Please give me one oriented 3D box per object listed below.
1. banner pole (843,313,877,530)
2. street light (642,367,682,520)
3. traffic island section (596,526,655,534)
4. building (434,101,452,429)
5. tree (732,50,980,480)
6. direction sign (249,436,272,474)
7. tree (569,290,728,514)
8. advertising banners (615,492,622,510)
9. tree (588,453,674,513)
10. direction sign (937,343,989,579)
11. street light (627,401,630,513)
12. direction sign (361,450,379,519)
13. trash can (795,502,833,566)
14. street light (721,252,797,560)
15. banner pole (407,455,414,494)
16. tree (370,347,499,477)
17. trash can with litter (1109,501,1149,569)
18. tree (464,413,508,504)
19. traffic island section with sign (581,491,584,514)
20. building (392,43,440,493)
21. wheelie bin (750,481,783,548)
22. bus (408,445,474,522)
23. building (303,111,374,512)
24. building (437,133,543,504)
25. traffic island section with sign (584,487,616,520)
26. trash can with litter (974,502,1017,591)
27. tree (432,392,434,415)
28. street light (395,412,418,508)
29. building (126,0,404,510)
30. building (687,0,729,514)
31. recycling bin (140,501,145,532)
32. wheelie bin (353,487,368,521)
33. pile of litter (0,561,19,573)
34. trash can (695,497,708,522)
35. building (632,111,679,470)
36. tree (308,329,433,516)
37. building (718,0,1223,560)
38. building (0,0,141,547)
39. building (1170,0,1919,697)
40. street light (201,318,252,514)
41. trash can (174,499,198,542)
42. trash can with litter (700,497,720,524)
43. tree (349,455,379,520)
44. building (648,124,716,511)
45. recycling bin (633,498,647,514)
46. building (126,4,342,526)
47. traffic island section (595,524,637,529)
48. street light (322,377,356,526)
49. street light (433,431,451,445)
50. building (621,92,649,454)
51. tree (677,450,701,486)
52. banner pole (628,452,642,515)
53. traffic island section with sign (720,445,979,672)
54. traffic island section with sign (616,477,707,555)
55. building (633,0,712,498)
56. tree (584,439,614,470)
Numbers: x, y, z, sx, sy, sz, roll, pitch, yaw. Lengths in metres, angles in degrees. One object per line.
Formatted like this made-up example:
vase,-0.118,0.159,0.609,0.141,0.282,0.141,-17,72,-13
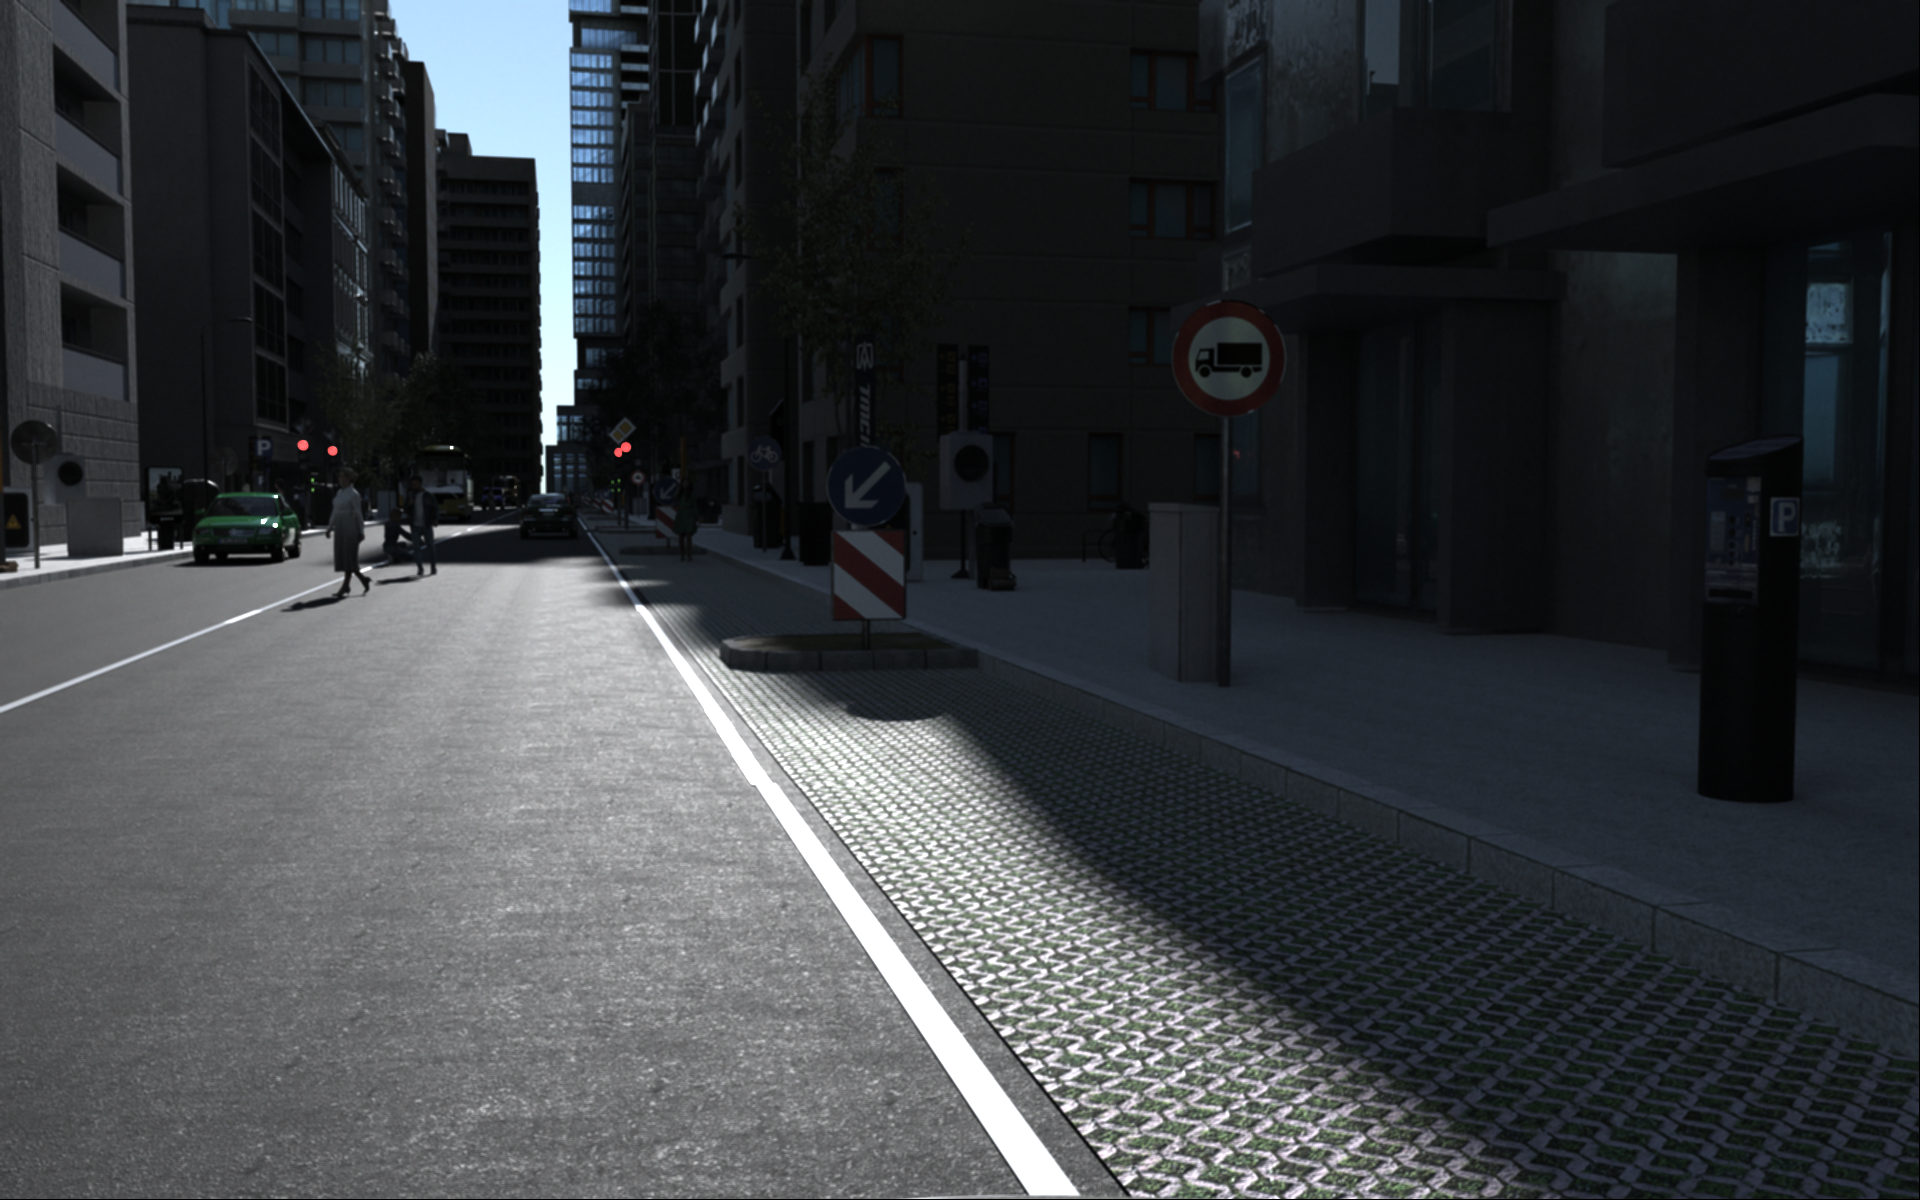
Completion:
banner pole,-1.404,-2.074,23.923,0.401,3.779,0.863,-3,5,-40
street light,-10.752,-5.558,63.420,1.470,5.913,1.316,-1,4,-13
traffic island section,-12.150,-2.506,63.246,2.009,0.180,2.903,-1,4,-13
building,-73.750,-35.264,196.168,30.456,49.044,23.786,-1,4,-13
tree,-1.838,-4.821,29.194,4.737,8.622,4.395,0,3,0
direction sign,-27.343,-4.632,67.726,0.876,3.537,0.379,0,4,2
tree,-13.269,-8.891,79.775,7.601,10.594,8.767,0,4,1
advertising banners,-26.836,-8.602,136.828,0.090,3.025,2.074,-2,4,-35
tree,-22.788,-8.260,118.757,4.285,4.588,4.351,0,3,0
direction sign,0.047,-2.099,26.316,0.876,3.537,0.379,-2,4,-27
street light,-16.026,-6.959,86.326,1.470,5.913,1.316,-1,4,-13
direction sign,-30.214,-5.920,88.789,0.876,3.537,0.379,0,3,0
trash can,-2.590,-1.192,31.149,0.748,1.137,0.748,0,3,0
street light,-3.896,-3.733,33.584,1.470,5.913,1.316,-1,4,-13
banner pole,-35.614,-7.472,112.181,0.401,3.779,0.863,1,4,22
tree,-40.985,-13.359,135.419,9.611,12.733,9.660,0,3,0
trash can with litter,3.128,-1.127,29.822,1.055,1.170,0.624,-1,4,-13
tree,-60.540,-17.811,216.961,9.928,11.665,9.643,0,3,0
traffic island section with sign,-25.588,-6.913,121.649,1.989,1.847,2.006,-1,4,-13
building,-60.525,-32.119,175.261,14.600,45.320,14.200,-1,4,-13
wheelie bin,-4.612,-2.032,41.137,0.693,1.594,0.980,-1,4,-20
bus,-26.999,-6.071,90.811,2.896,3.916,12.252,-1,4,-14
building,-44.882,-19.121,109.886,12.463,27.353,25.104,-1,4,-13
building,-68.042,-37.397,235.144,21.600,48.544,21.300,-1,4,-13
traffic island section with sign,-19.455,-5.283,95.005,1.989,1.847,2.006,-1,4,-13
trash can with litter,0.553,-0.731,23.347,0.624,1.170,1.055,-1,4,-13
tree,-33.483,-9.366,103.491,4.737,8.622,4.395,0,3,0
street light,-31.449,-7.691,98.292,1.470,5.913,1.316,-1,4,-13
building,-60.788,-32.576,152.221,23.786,49.044,30.456,-1,4,-13
building,-5.145,-30.063,111.143,23.786,49.044,30.456,-1,4,-13
recycling bin,-28.169,-2.826,58.765,0.722,1.027,0.722,0,4,3
wheelie bin,-28.428,-4.515,81.723,0.980,1.594,0.693,-1,4,-15
pile of litter,-16.210,-0.895,28.596,1.176,0.858,1.719,-2,4,-32
trash can,-12.160,-4.237,80.936,0.748,1.137,0.748,0,3,0
building,-28.661,-30.955,189.703,14.154,41.232,14.086,-1,4,-13
tree,-27.268,-7.811,78.065,4.737,8.622,4.395,0,3,0
building,8.288,-12.518,49.709,27.650,21.520,28.899,-1,4,-13
building,-37.499,-30.661,43.299,28.212,58.520,21.231,-1,4,-13
building,15.698,-23.998,11.982,23.786,49.044,30.456,-1,4,-13
street light,-19.361,-4.476,45.719,1.470,5.913,1.316,-1,4,-13
trash can,-20.924,-2.143,46.684,0.748,1.137,0.748,0,3,0
trash can with litter,-10.844,-3.867,74.614,1.055,1.170,0.624,3,4,38
tree,-29.424,-5.494,84.433,1.663,3.219,1.824,0,3,0
building,-17.689,-22.517,139.847,14.160,30.474,14.107,-1,4,-13
recycling bin,-20.320,-5.951,109.856,0.722,1.027,0.722,2,4,27
building,-39.120,-16.145,83.042,14.314,24.678,30.058,-1,4,-13
traffic island section,-13.940,-2.982,71.029,2.009,0.180,2.903,-1,4,-13
street light,-24.699,-5.895,68.919,1.470,5.913,1.316,-1,4,-13
street light,-38.072,-9.462,127.252,1.470,5.913,1.316,-1,4,-13
building,-29.162,-35.715,207.638,21.300,48.544,21.600,-1,4,-13
tree,-21.100,-8.941,129.899,4.285,4.588,4.351,0,3,0
banner pole,-19.412,-6.954,103.718,0.863,3.779,0.401,0,4,6
traffic island section with sign,-1.032,-0.382,14.876,1.989,1.847,2.006,-1,4,-13
traffic island section with sign,-7.106,-1.998,41.292,1.989,1.847,2.006,-1,4,-13
building,-22.118,-44.855,171.636,20.563,71.187,20.611,-1,4,-13
tree,-43.634,-15.916,210.596,4.360,8.622,3.978,0,3,0
